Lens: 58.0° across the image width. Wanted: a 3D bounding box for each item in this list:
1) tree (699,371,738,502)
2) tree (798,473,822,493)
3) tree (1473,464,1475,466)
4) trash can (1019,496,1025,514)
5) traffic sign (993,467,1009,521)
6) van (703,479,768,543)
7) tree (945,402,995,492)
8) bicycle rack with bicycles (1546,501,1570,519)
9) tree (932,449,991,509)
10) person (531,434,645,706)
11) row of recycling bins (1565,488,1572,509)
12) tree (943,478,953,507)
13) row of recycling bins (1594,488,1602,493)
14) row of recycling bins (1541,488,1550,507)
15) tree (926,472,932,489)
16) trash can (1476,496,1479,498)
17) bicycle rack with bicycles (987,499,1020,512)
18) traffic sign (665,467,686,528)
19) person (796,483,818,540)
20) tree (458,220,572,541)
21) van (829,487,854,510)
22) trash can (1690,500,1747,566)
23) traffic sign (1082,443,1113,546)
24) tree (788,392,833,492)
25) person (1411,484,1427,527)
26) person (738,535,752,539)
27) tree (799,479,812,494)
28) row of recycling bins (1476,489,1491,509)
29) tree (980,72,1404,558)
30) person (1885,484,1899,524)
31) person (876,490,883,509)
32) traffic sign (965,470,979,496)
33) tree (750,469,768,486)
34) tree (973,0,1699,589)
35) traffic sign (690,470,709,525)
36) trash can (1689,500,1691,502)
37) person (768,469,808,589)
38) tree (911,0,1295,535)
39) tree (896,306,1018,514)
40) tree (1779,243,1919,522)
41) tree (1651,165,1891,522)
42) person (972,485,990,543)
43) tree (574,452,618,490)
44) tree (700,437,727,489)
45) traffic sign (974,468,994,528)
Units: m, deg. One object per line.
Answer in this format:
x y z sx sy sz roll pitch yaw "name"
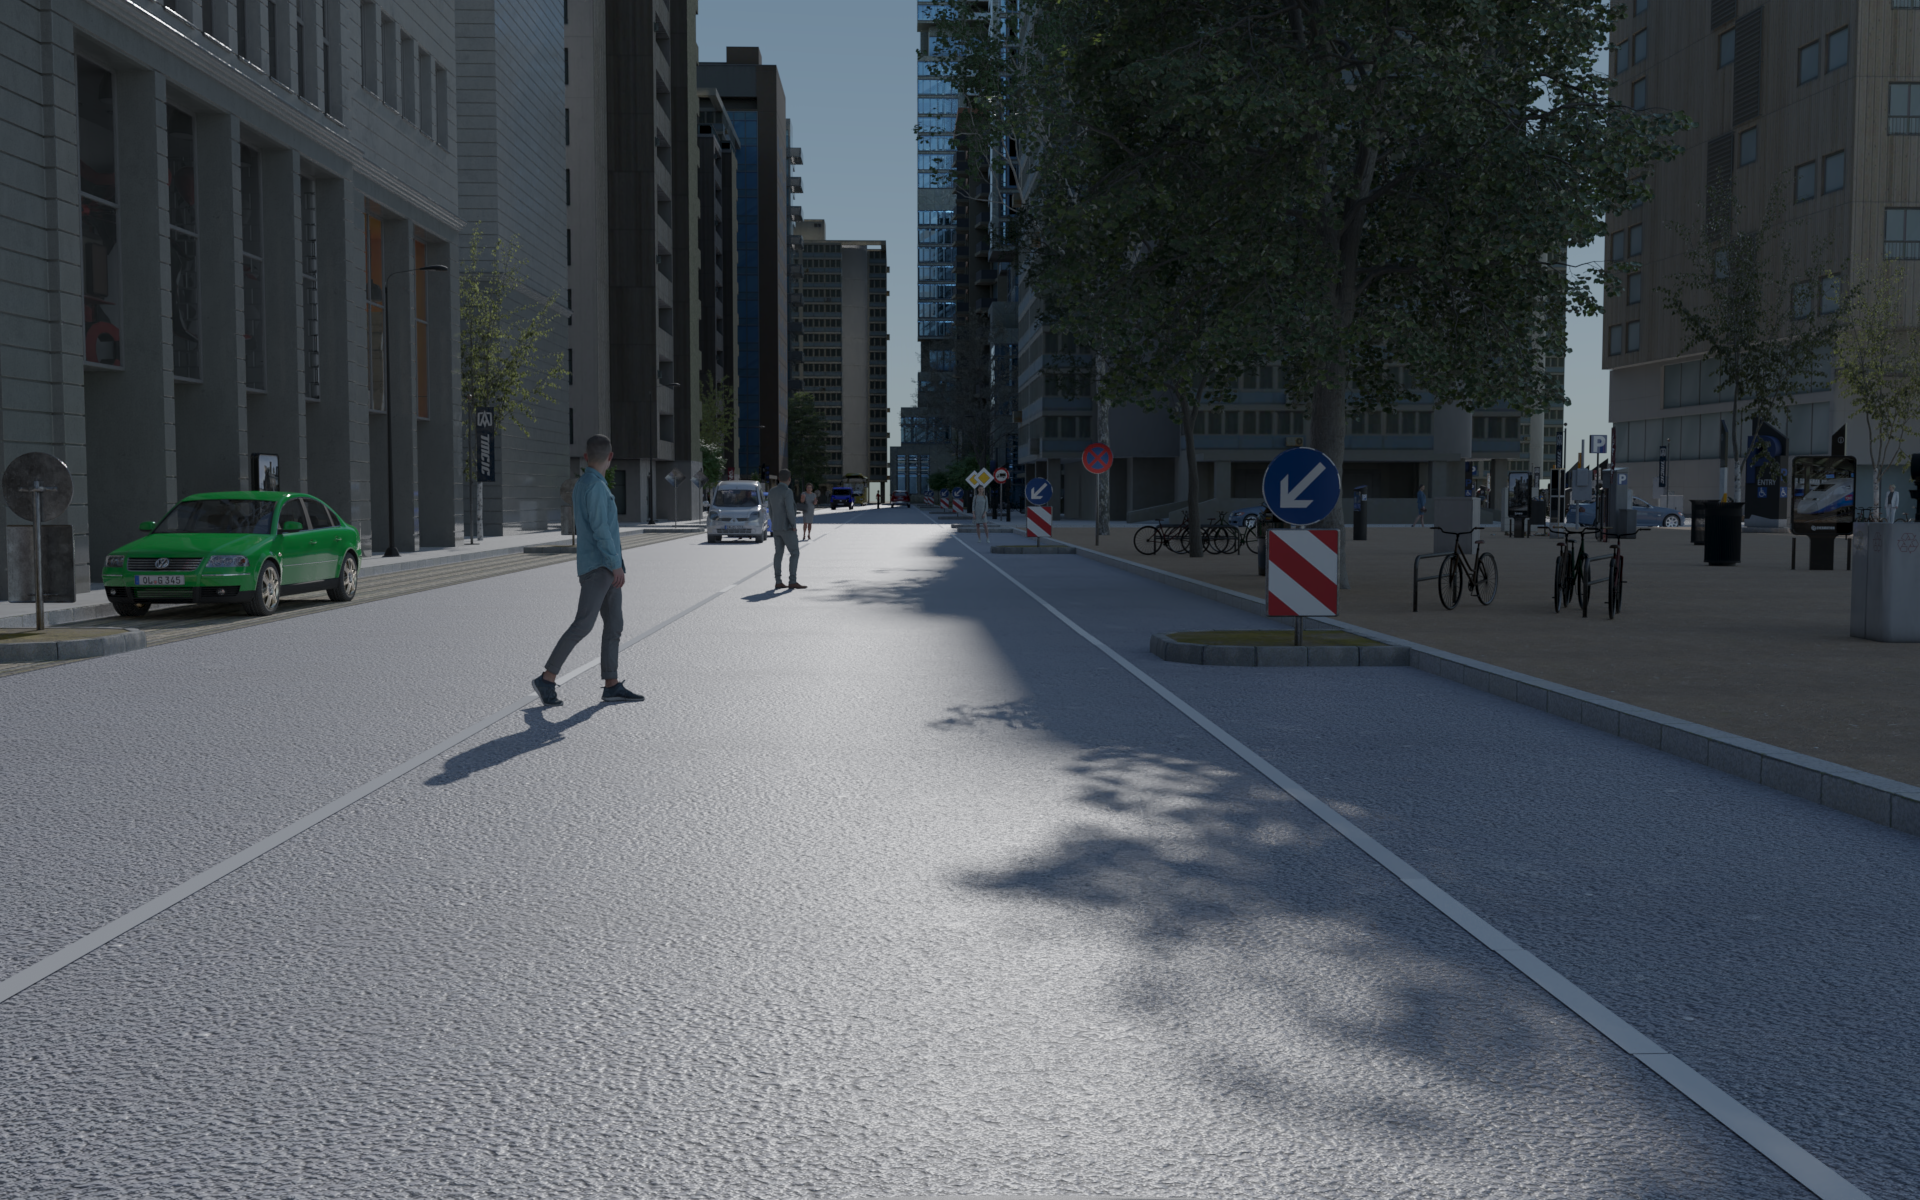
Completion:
-14.828 -9.260 101.761 4.737 8.622 4.395 0 3 0 "tree"
-19.448 -14.778 225.339 4.285 4.588 4.351 0 3 0 "tree"
31.415 -7.799 111.231 4.285 4.588 4.351 0 3 0 "tree"
4.177 -6.172 112.567 0.748 1.137 0.748 0 3 0 "trash can"
1.972 -5.056 82.776 0.768 2.556 0.104 0 4 3 "traffic sign"
-6.681 -2.758 52.099 2.013 2.044 4.112 0 4 -4 "van"
1.152 -11.436 137.338 4.360 8.622 3.978 0 3 0 "tree"
30.129 -4.672 89.761 2.852 0.926 2.925 0 4 -7 "bicycle rack with bicycles"
1.264 -8.459 122.019 4.285 4.588 4.351 0 3 0 "tree"
-2.553 -0.215 11.882 0.748 1.841 0.638 0 4 -7 "person"
41.017 -6.652 115.868 1.069 1.692 3.534 2 4 25 "row of recycling bins"
-0.912 -10.970 173.966 1.663 3.219 1.824 0 3 0 "tree"
40.247 -6.098 106.818 3.534 1.692 1.069 2 4 25 "row of recycling bins"
42.269 -7.311 126.647 3.534 1.692 1.069 -3 5 -44 "row of recycling bins"
-2.685 -14.581 222.119 4.285 4.588 4.351 0 3 0 "tree"
39.618 -7.527 134.715 0.748 1.137 0.748 0 3 0 "trash can"
3.600 -6.939 126.837 2.852 0.926 2.925 -3 5 -45 "bicycle rack with bicycles"
-10.636 -3.739 64.776 0.795 2.450 0.064 0 4 -2 "traffic sign"
-4.813 -2.784 54.380 0.716 1.782 0.532 -2 4 -23 "person"
-13.090 -5.956 47.743 4.360 8.622 3.978 0 3 0 "tree"
-10.739 -9.401 158.090 2.240 2.365 5.245 0 4 -1 "van"
13.632 -1.180 30.945 0.748 1.137 0.748 0 3 0 "trash can"
3.409 -2.622 42.973 0.768 2.556 0.104 0 4 3 "traffic sign"
-17.789 -16.750 191.989 7.486 12.596 7.792 0 3 0 "tree"
18.405 -3.718 69.318 0.654 1.822 0.581 1 4 14 "person"
-6.791 -2.842 54.883 0.656 1.842 0.836 -2 4 -26 "person"
-17.796 -12.451 198.173 1.663 3.219 1.824 0 3 0 "tree"
37.435 -7.270 125.983 3.534 1.692 1.069 1 4 22 "row of recycling bins"
4.785 -6.163 35.170 8.767 10.594 7.601 0 4 -6 "tree"
38.882 -3.909 72.289 0.514 1.842 0.818 2 4 28 "person"
-7.921 -9.803 168.718 0.705 1.831 1.348 -2 4 -31 "person"
0.613 -4.251 73.151 0.795 2.450 0.064 0 4 -2 "traffic sign"
-15.702 -8.425 132.344 1.663 3.219 1.824 0 3 0 "tree"
5.055 -7.129 23.222 9.857 13.997 8.962 0 3 0 "tree"
-10.925 -4.227 72.756 0.795 2.450 0.064 0 4 -2 "traffic sign"
18.652 -1.942 43.411 0.748 1.137 0.748 0 3 0 "trash can"
-2.660 -1.079 26.243 0.635 1.810 0.391 3 4 39 "person"
4.508 -12.001 52.109 12.611 20.169 13.585 0 3 0 "tree"
1.365 -12.360 112.454 12.009 13.543 11.850 0 3 0 "tree"
27.811 -6.222 52.098 4.360 8.622 3.978 0 3 0 "tree"
17.915 -5.432 39.170 4.360 8.622 3.978 0 3 0 "tree"
0.613 -2.546 51.134 0.512 1.701 0.522 0 4 -2 "person"
-13.846 -4.356 65.818 1.663 3.219 1.824 0 3 0 "tree"
-14.479 -6.828 95.355 4.285 4.588 4.351 0 3 0 "tree"
0.902 -3.763 65.171 0.795 2.450 0.064 0 4 -2 "traffic sign"
